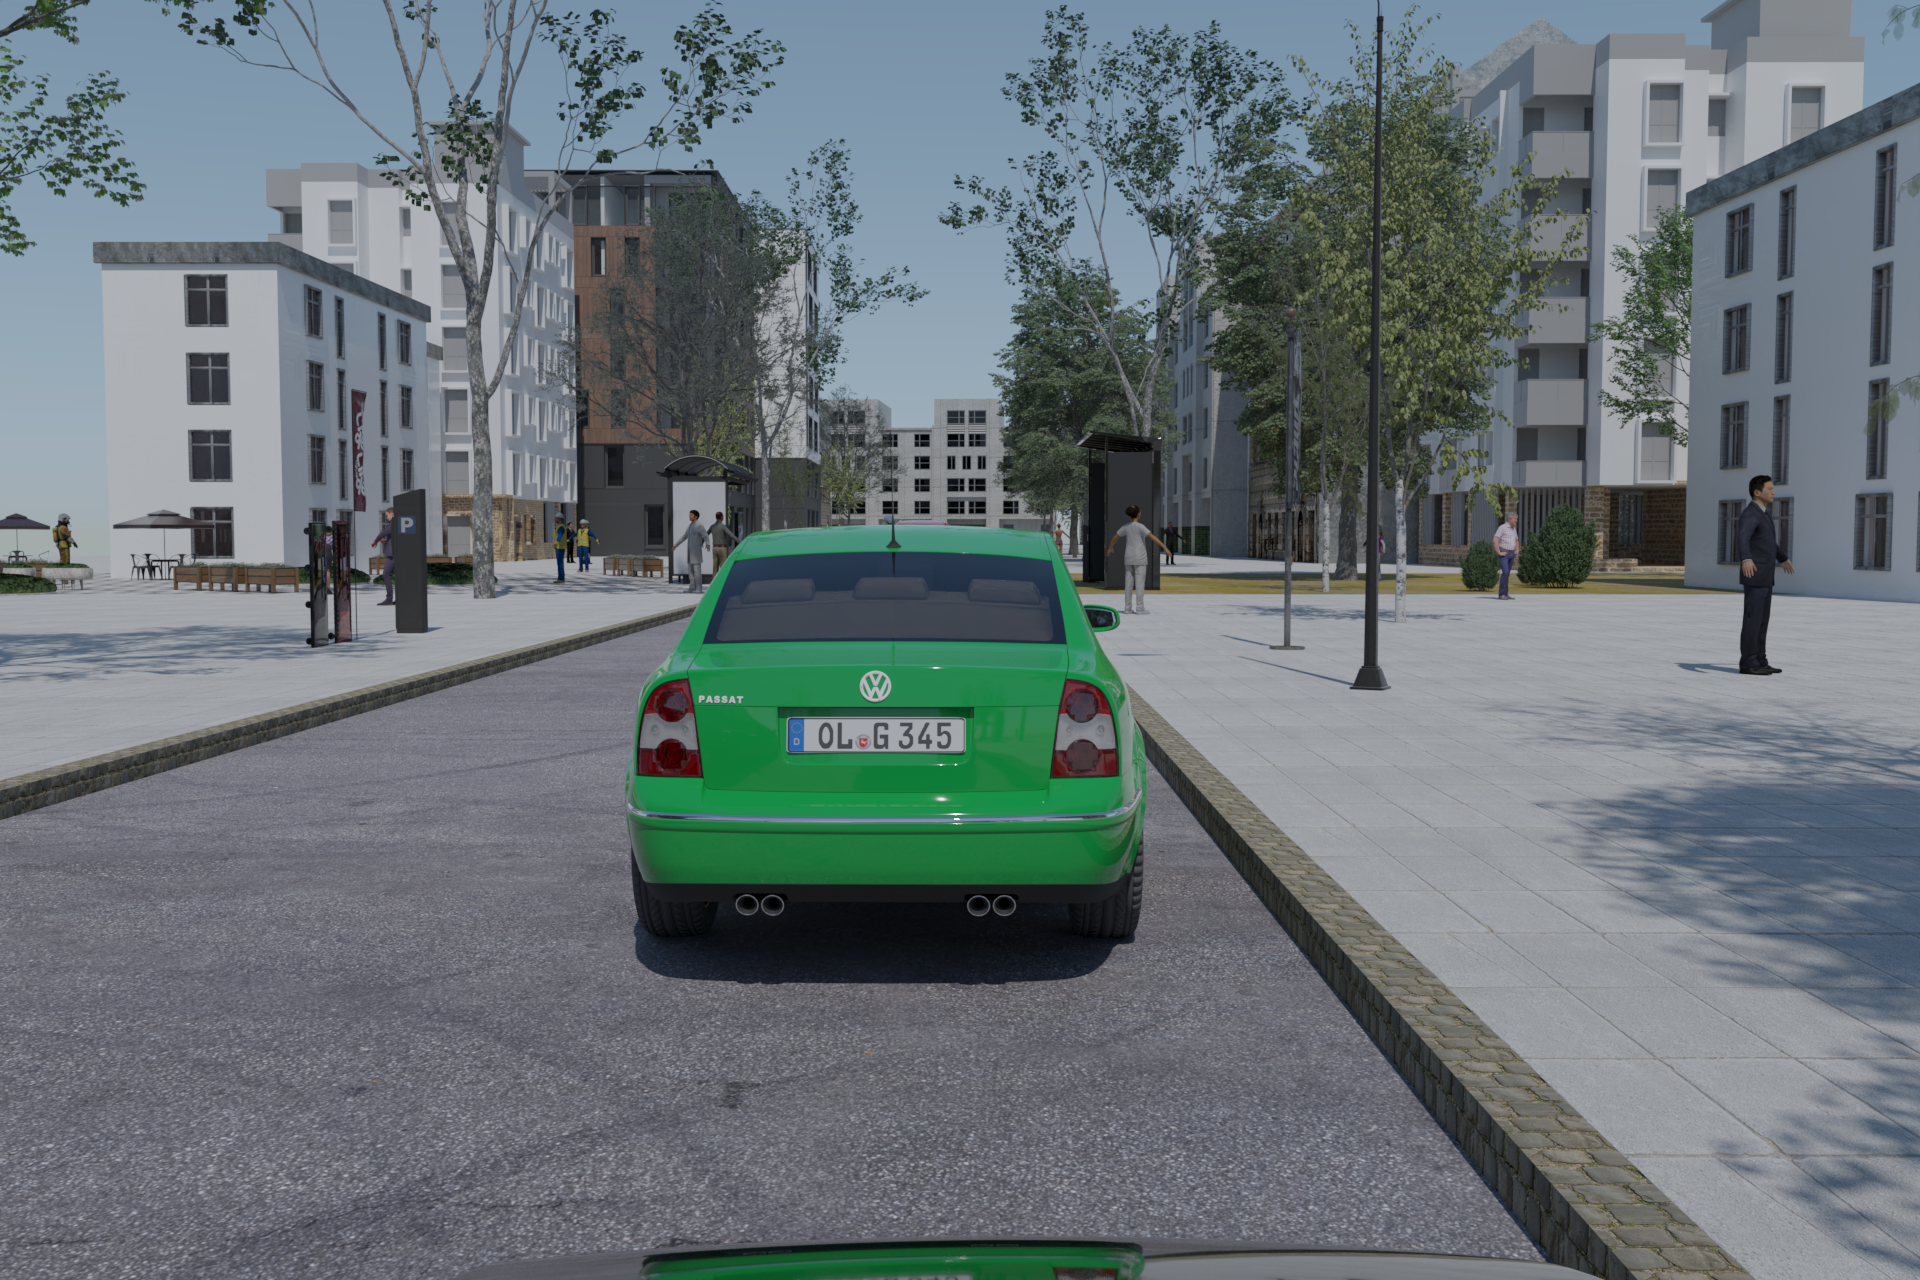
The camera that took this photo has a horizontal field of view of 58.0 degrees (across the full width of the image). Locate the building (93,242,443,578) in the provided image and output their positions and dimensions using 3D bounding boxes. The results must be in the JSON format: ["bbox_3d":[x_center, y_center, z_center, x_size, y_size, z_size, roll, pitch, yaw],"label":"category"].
[{"bbox_3d":[-24.015,-7.449,63.935,9.099,9.664,28.070,0,4,0],"label":"building"}]

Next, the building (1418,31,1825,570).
[{"bbox_3d":[24.479,-13.154,71.492,16.016,20.090,11.380,0,4,0],"label":"building"}]

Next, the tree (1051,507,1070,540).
[{"bbox_3d":[7.160,-10.912,128.774,4.737,8.622,4.395,0,3,0],"label":"tree"}]

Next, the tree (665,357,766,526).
[{"bbox_3d":[-9.796,-7.336,70.307,4.737,8.622,4.395,0,3,0],"label":"tree"}]

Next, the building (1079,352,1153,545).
[{"bbox_3d":[23.917,-22.730,202.564,19.493,23.208,18.063,0,4,0],"label":"building"}]

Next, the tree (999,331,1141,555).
[{"bbox_3d":[7.021,-12.159,105.459,9.857,13.997,8.962,0,3,0],"label":"tree"}]

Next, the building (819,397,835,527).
[{"bbox_3d":[-25.103,-22.716,202.326,19.493,23.208,18.063,0,4,1],"label":"building"}]

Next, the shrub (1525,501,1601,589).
[{"bbox_3d":[14.257,-2.257,40.941,1.661,2.075,1.752,0,3,0],"label":"shrub"}]

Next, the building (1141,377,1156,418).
[{"bbox_3d":[27.144,-20.169,160.691,19.493,23.208,18.063,0,3,0],"label":"building"}]

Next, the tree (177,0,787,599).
[{"bbox_3d":[-9.460,-10.797,32.423,12.611,20.169,13.585,0,3,0],"label":"tree"}]

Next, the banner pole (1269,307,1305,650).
[{"bbox_3d":[3.647,-1.771,18.967,0.401,3.779,0.863,0,3,0],"label":"banner pole"}]

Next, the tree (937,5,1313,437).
[{"bbox_3d":[5.837,-12.649,62.699,12.611,20.169,13.585,0,3,0],"label":"tree"}]

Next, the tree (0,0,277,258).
[{"bbox_3d":[-9.254,-5.392,13.920,9.928,11.665,9.643,0,3,0],"label":"tree"}]

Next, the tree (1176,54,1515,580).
[{"bbox_3d":[10.804,-8.648,48.049,9.857,13.997,8.962,0,3,0],"label":"tree"}]

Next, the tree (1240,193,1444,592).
[{"bbox_3d":[7.917,-5.380,38.322,4.360,8.622,3.978,0,3,0],"label":"tree"}]

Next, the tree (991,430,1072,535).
[{"bbox_3d":[6.221,-11.429,121.270,8.767,10.594,7.601,1,4,9],"label":"tree"}]

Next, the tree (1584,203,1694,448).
[{"bbox_3d":[22.320,-7.617,50.300,9.928,11.665,9.643,0,3,0],"label":"tree"}]

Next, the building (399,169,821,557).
[{"bbox_3d":[-24.240,-16.498,113.724,27.936,21.610,32.646,0,4,0],"label":"building"}]

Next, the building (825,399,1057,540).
[{"bbox_3d":[-2.807,-22.280,233.184,31.486,18.905,16.747,0,4,4],"label":"building"}]

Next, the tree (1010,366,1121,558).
[{"bbox_3d":[5.915,-9.687,92.799,7.601,10.594,8.767,-3,5,-41],"label":"tree"}]

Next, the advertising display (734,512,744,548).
[{"bbox_3d":[-6.467,-2.782,50.700,0.123,1.923,0.974,0,4,2],"label":"advertising display"}]

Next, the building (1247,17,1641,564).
[{"bbox_3d":[24.683,-15.433,83.257,19.493,23.208,18.063,0,3,0],"label":"building"}]

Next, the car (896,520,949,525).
[{"bbox_3d":[-1.036,-2.390,47.744,2.281,1.827,5.304,0,4,0],"label":"car"}]

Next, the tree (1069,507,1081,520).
[{"bbox_3d":[16.646,-17.146,230.699,4.737,8.622,4.395,0,3,0],"label":"tree"}]

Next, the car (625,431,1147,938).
[{"bbox_3d":[-0.232,0.078,7.526,1.959,1.807,4.718,0,4,1],"label":"car"}]

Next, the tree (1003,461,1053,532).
[{"bbox_3d":[6.588,-12.550,139.597,7.601,10.594,8.767,-3,5,-40],"label":"tree"}]

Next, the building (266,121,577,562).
[{"bbox_3d":[-25.779,-13.725,80.817,16.016,20.090,11.380,0,4,0],"label":"building"}]

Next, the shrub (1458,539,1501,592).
[{"bbox_3d":[11.649,-1.687,38.700,1.383,1.207,1.383,0,3,0],"label":"shrub"}]

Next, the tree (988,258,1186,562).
[{"bbox_3d":[6.041,-10.601,79.987,9.857,13.997,8.962,0,3,0],"label":"tree"}]

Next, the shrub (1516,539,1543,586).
[{"bbox_3d":[14.282,-1.952,43.026,1.383,1.207,1.383,0,3,0],"label":"shrub"}]

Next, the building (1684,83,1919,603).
[{"bbox_3d":[22.337,-5.298,28.774,9.099,9.664,28.070,0,3,0],"label":"building"}]

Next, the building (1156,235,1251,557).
[{"bbox_3d":[22.488,-14.963,111.110,16.747,18.905,31.486,0,4,1],"label":"building"}]

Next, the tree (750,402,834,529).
[{"bbox_3d":[-9.723,-8.802,94.276,4.360,8.622,3.978,0,3,0],"label":"tree"}]

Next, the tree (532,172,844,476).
[{"bbox_3d":[-8.965,-9.042,58.202,12.009,13.543,11.850,0,3,0],"label":"tree"}]

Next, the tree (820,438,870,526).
[{"bbox_3d":[-9.040,-11.172,133.031,4.737,8.622,4.395,0,3,0],"label":"tree"}]
